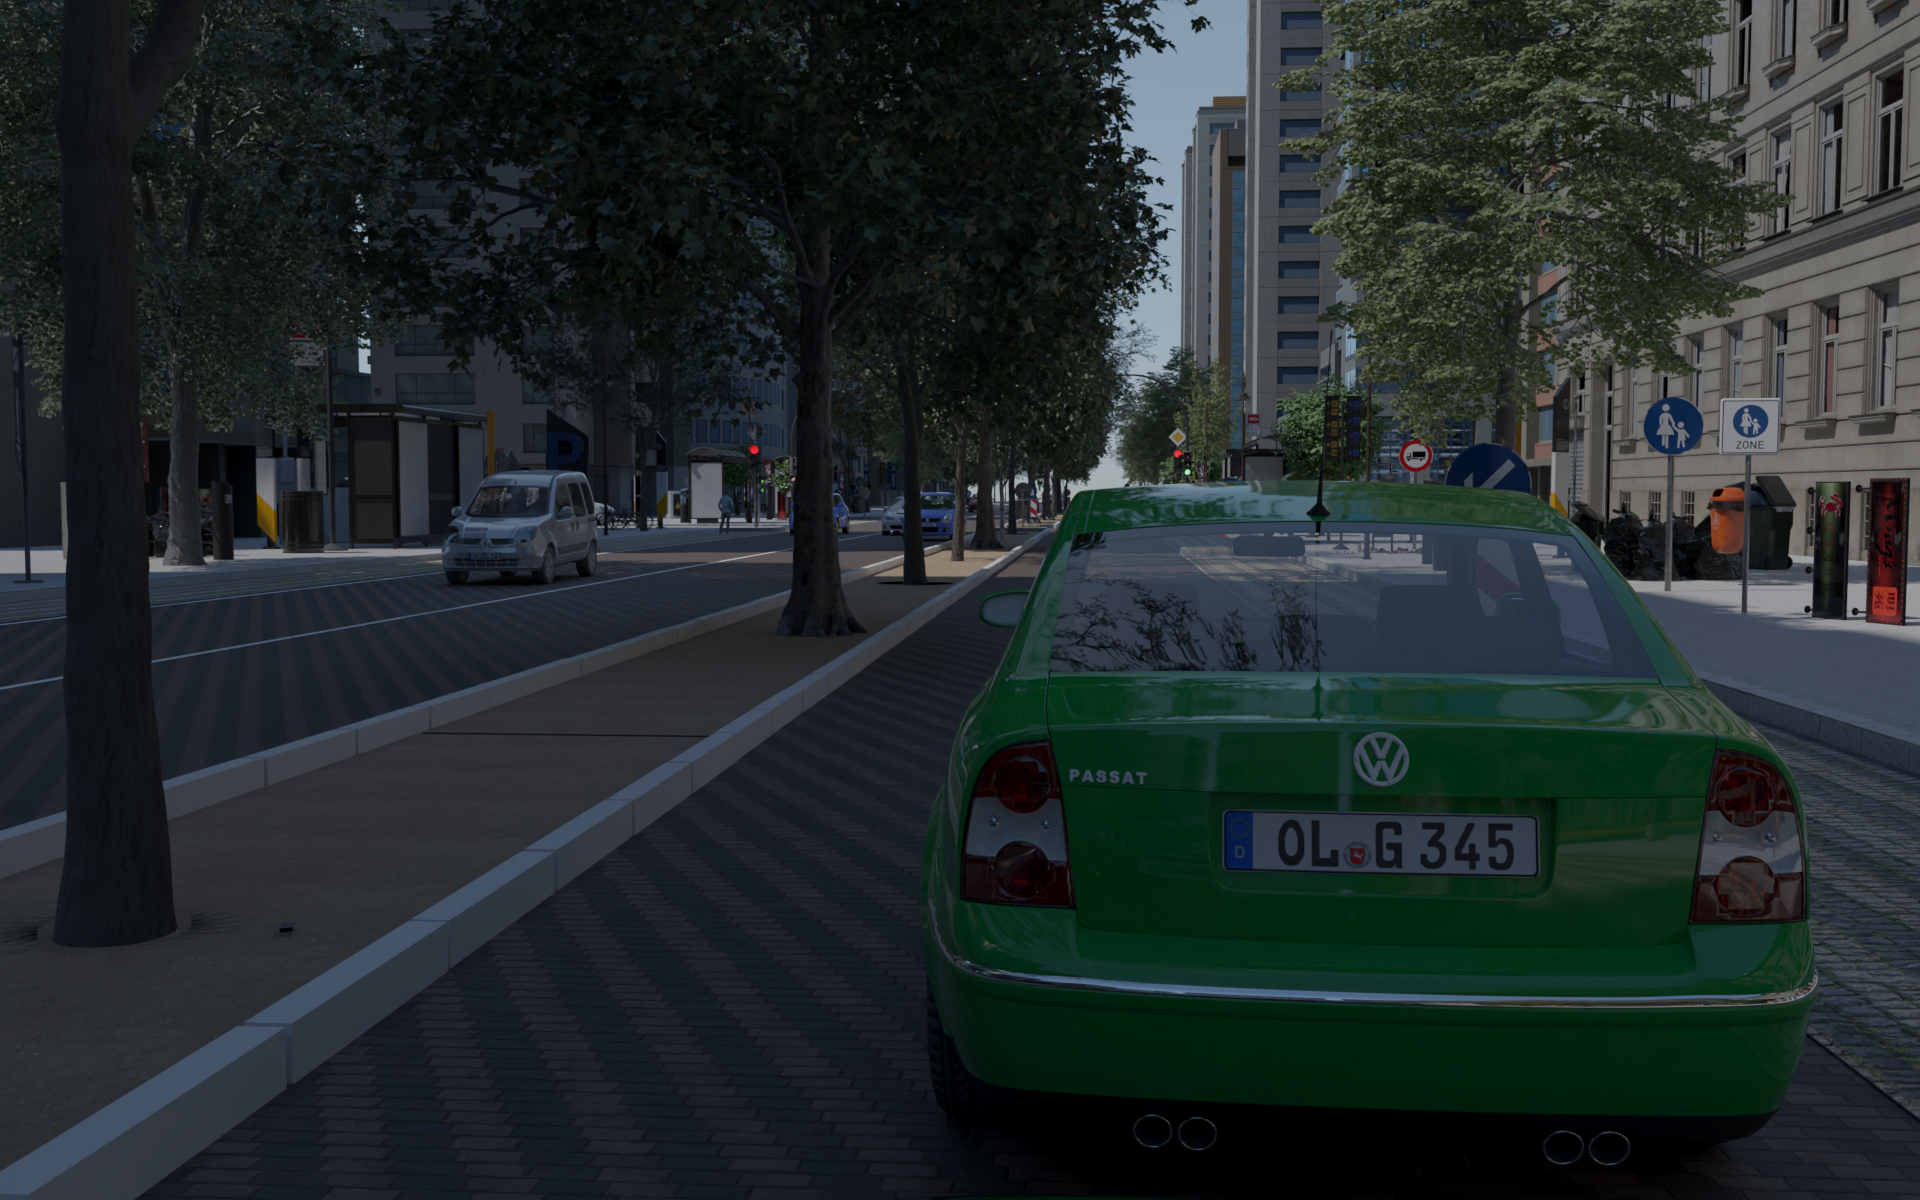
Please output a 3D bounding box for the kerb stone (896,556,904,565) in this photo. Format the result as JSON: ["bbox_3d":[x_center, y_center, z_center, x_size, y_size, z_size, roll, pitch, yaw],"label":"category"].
[{"bbox_3d":[-1.288,-0.754,34.520,0.120,0.150,1.000,0,4,5],"label":"kerb stone"}]

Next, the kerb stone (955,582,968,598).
[{"bbox_3d":[-0.029,-0.117,24.110,0.120,0.150,1.000,0,4,5],"label":"kerb stone"}]

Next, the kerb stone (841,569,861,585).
[{"bbox_3d":[-1.795,-0.379,28.386,0.120,0.150,1.000,0,4,5],"label":"kerb stone"}]

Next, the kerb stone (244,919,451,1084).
[{"bbox_3d":[-1.637,1.070,4.703,0.120,0.150,1.000,0,4,5],"label":"kerb stone"}]

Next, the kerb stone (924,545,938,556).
[{"bbox_3d":[-0.704,-1.191,41.676,0.120,0.150,1.000,0,4,5],"label":"kerb stone"}]

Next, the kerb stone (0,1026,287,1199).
[{"bbox_3d":[-1.724,1.133,3.677,0.120,0.150,1.000,0,4,5],"label":"kerb stone"}]

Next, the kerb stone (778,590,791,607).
[{"bbox_3d":[-2.296,-0.001,22.226,0.120,0.150,1.000,0,4,5],"label":"kerb stone"}]

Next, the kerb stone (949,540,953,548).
[{"bbox_3d":[-0.360,-1.441,45.757,0.120,0.150,1.000,0,4,5],"label":"kerb stone"}]

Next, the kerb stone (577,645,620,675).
[{"bbox_3d":[-2.975,0.504,14.056,0.120,0.150,1.000,0,4,5],"label":"kerb stone"}]

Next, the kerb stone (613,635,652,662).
[{"bbox_3d":[-2.893,0.441,15.075,0.120,0.150,1.000,0,4,5],"label":"kerb stone"}]

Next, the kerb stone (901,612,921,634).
[{"bbox_3d":[-0.540,0.262,17.990,0.120,0.150,1.000,0,4,5],"label":"kerb stone"}]

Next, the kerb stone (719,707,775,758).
[{"bbox_3d":[-1.219,0.757,9.823,0.120,0.150,1.000,0,4,5],"label":"kerb stone"}]

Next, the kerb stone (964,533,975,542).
[{"bbox_3d":[0.303,-1.937,53.929,0.120,0.150,1.000,0,4,5],"label":"kerb stone"}]

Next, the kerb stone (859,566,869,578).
[{"bbox_3d":[-1.714,-0.441,29.408,0.120,0.150,1.000,0,4,5],"label":"kerb stone"}]

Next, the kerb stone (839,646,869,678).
[{"bbox_3d":[-0.875,0.507,13.909,0.120,0.150,1.000,0,4,5],"label":"kerb stone"}]

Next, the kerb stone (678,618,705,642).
[{"bbox_3d":[-2.720,0.316,17.114,0.120,0.150,1.000,0,4,5],"label":"kerb stone"}]

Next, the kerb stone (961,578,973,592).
[{"bbox_3d":[0.054,-0.178,25.129,0.120,0.150,1.000,0,4,5],"label":"kerb stone"}]

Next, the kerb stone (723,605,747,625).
[{"bbox_3d":[-2.548,0.185,19.169,0.120,0.150,1.000,0,4,5],"label":"kerb stone"}]

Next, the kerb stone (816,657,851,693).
[{"bbox_3d":[-0.960,0.569,12.890,0.120,0.150,1.000,0,4,5],"label":"kerb stone"}]

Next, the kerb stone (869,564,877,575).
[{"bbox_3d":[-1.633,-0.503,30.432,0.120,0.150,1.000,0,4,5],"label":"kerb stone"}]

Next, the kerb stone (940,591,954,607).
[{"bbox_3d":[-0.210,0.015,22.071,0.120,0.150,1.000,0,4,5],"label":"kerb stone"}]

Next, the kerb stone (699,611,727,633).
[{"bbox_3d":[-2.637,0.248,18.139,0.120,0.150,1.000,0,4,5],"label":"kerb stone"}]

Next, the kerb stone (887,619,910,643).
[{"bbox_3d":[-0.626,0.320,16.969,0.120,0.150,1.000,0,4,5],"label":"kerb stone"}]

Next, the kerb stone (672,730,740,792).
[{"bbox_3d":[-1.297,0.819,8.804,0.120,0.150,1.000,0,4,5],"label":"kerb stone"}]

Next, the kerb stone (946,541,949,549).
[{"bbox_3d":[-0.450,-1.379,44.739,0.120,0.150,1.000,0,4,5],"label":"kerb stone"}]

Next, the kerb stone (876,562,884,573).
[{"bbox_3d":[-1.552,-0.566,31.451,0.120,0.150,1.000,0,4,5],"label":"kerb stone"}]

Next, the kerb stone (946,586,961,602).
[{"bbox_3d":[-0.121,-0.055,23.092,0.120,0.150,1.000,0,4,5],"label":"kerb stone"}]

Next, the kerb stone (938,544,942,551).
[{"bbox_3d":[-0.617,-1.245,42.695,0.120,0.150,1.000,0,4,5],"label":"kerb stone"}]

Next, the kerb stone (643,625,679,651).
[{"bbox_3d":[-2.812,0.373,16.095,0.120,0.150,1.000,0,4,5],"label":"kerb stone"}]

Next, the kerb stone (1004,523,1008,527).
[{"bbox_3d":[2.125,-3.279,75.896,0.120,0.150,1.000,0,4,5],"label":"kerb stone"}]

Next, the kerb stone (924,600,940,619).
[{"bbox_3d":[-0.368,0.132,20.032,0.120,0.150,1.000,0,4,5],"label":"kerb stone"}]

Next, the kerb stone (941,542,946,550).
[{"bbox_3d":[-0.532,-1.312,43.717,0.120,0.150,1.000,0,4,5],"label":"kerb stone"}]

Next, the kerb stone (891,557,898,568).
[{"bbox_3d":[-1.371,-0.687,33.495,0.120,0.150,1.000,0,4,5],"label":"kerb stone"}]

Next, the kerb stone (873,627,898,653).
[{"bbox_3d":[-0.711,0.383,15.947,0.120,0.150,1.000,0,4,5],"label":"kerb stone"}]

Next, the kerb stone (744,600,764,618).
[{"bbox_3d":[-2.471,0.130,20.189,0.120,0.150,1.000,0,4,5],"label":"kerb stone"}]

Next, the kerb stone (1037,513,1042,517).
[{"bbox_3d":[5.406,-5.722,115.753,0.120,0.150,1.000,0,4,5],"label":"kerb stone"}]

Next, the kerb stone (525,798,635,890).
[{"bbox_3d":[-1.472,0.944,6.757,0.120,0.150,1.000,0,4,5],"label":"kerb stone"}]

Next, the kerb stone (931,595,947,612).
[{"bbox_3d":[-0.293,0.070,21.051,0.120,0.150,1.000,0,4,5],"label":"kerb stone"}]

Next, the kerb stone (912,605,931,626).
[{"bbox_3d":[-0.458,0.195,19.008,0.120,0.150,1.000,0,4,5],"label":"kerb stone"}]

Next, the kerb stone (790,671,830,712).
[{"bbox_3d":[-1.046,0.634,11.872,0.120,0.150,1.000,0,4,5],"label":"kerb stone"}]

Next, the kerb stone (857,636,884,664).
[{"bbox_3d":[-0.797,0.448,14.928,0.120,0.150,1.000,0,4,5],"label":"kerb stone"}]

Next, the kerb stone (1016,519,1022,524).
[{"bbox_3d":[3.043,-3.971,87.123,0.120,0.150,1.000,0,4,5],"label":"kerb stone"}]

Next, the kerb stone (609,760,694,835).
[{"bbox_3d":[-1.384,0.882,7.776,0.120,0.150,1.000,0,4,5],"label":"kerb stone"}]

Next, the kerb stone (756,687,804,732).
[{"bbox_3d":[-1.136,0.694,10.853,0.120,0.150,1.000,0,4,5],"label":"kerb stone"}]

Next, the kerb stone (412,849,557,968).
[{"bbox_3d":[-1.558,1.010,5.730,0.120,0.150,1.000,0,4,5],"label":"kerb stone"}]

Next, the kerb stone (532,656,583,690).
[{"bbox_3d":[-3.063,0.560,13.037,0.120,0.150,1.000,0,4,5],"label":"kerb stone"}]

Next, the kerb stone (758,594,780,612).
[{"bbox_3d":[-2.390,0.061,21.207,0.120,0.150,1.000,0,4,5],"label":"kerb stone"}]

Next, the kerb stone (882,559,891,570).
[{"bbox_3d":[-1.458,-0.629,32.472,0.120,0.150,1.000,0,4,5],"label":"kerb stone"}]
